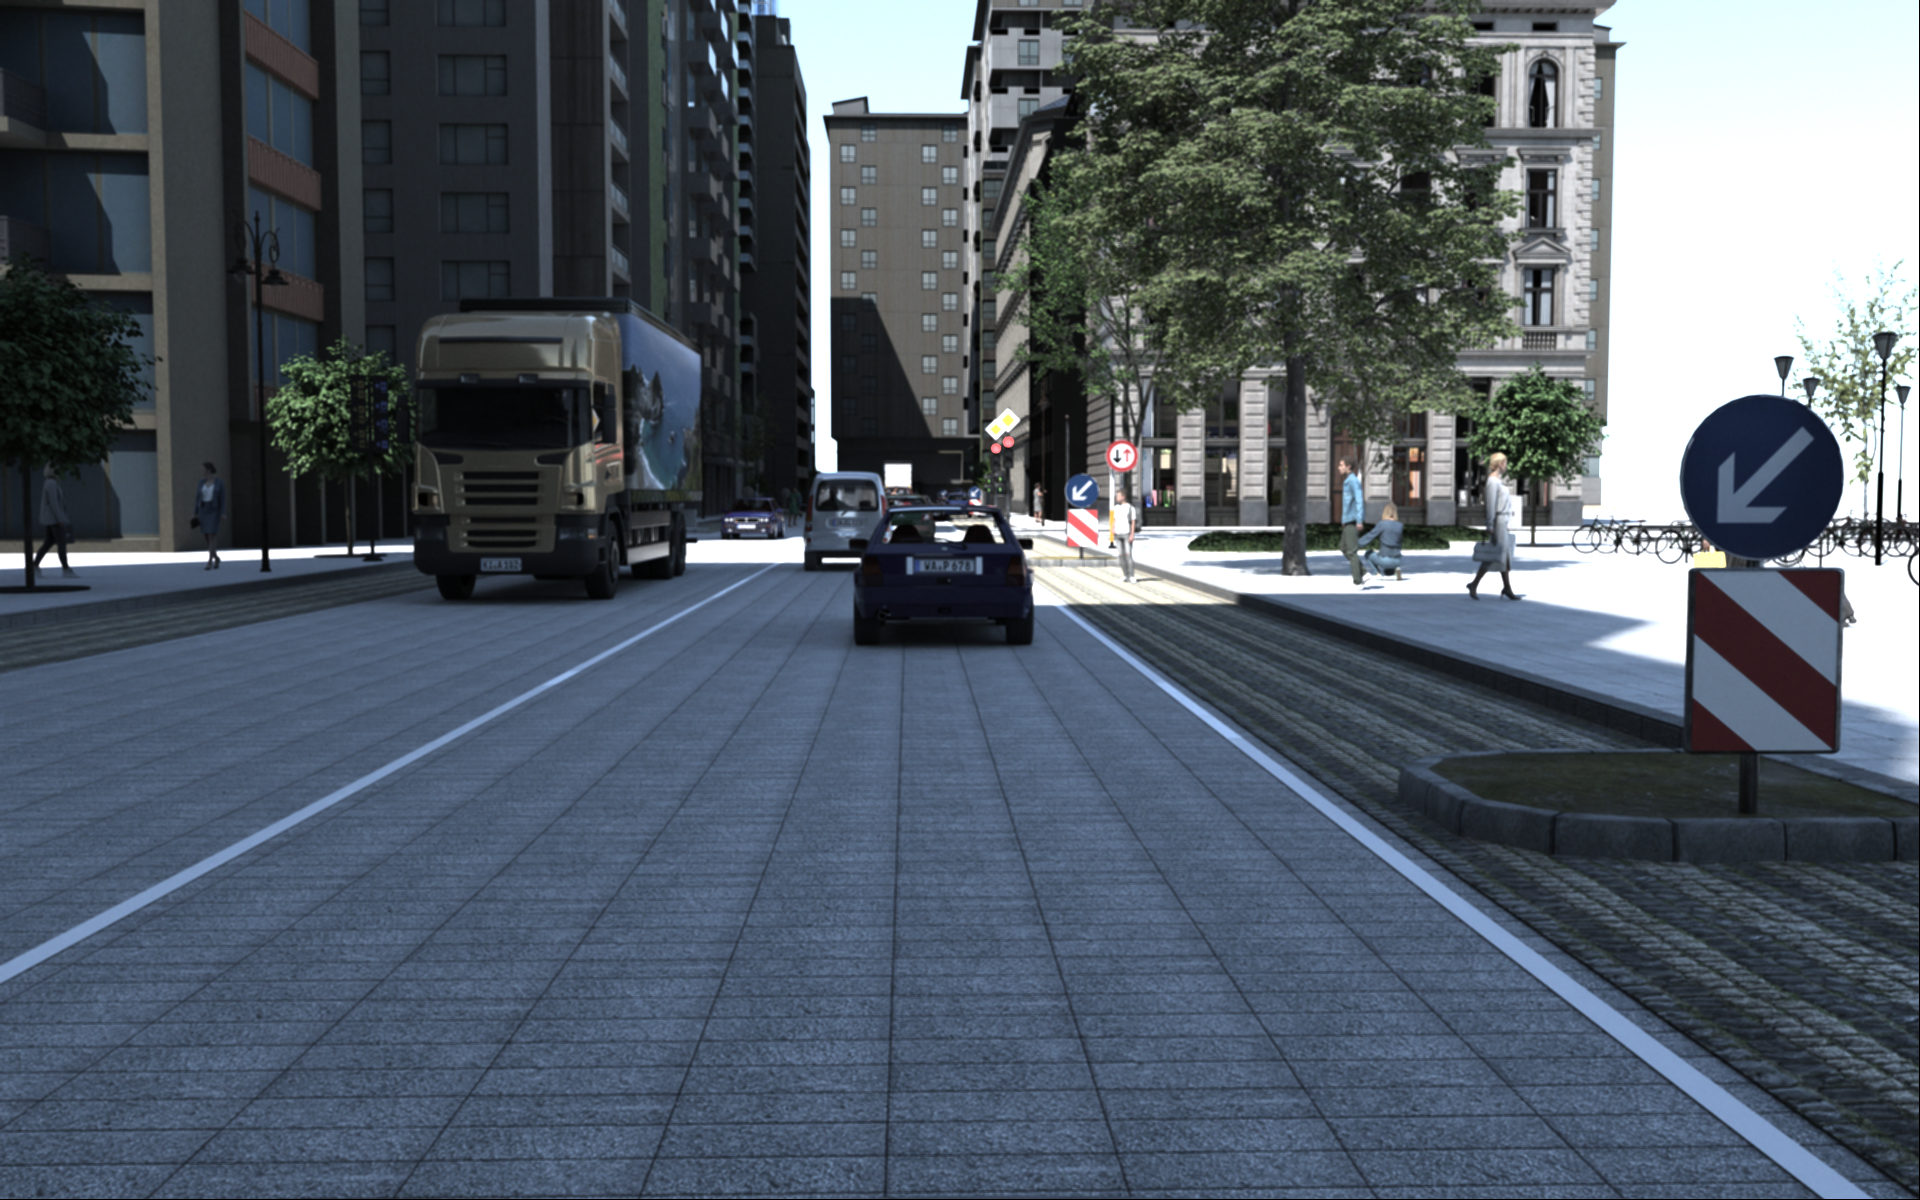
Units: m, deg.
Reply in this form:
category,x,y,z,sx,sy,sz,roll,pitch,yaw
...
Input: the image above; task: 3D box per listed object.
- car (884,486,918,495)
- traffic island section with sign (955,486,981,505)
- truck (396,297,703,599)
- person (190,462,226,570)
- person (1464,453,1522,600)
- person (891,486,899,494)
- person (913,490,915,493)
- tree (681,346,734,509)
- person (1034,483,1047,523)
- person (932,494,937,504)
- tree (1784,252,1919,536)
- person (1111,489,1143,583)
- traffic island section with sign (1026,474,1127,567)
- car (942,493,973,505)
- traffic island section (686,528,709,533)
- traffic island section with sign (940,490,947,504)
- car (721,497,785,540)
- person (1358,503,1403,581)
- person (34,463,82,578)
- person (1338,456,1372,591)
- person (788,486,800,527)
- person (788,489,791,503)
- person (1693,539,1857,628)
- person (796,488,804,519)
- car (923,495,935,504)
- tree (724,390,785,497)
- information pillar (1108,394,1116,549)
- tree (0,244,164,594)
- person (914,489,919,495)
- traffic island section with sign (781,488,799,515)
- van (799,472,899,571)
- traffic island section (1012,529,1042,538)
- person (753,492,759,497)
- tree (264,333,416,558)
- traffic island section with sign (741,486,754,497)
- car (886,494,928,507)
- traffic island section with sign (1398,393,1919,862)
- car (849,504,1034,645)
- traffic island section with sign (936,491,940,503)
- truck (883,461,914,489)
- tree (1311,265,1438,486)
category,x,y,z,sx,sy,sz,roll,pitch,yaw
car,-3.207,-4.849,87.949,2.281,1.827,5.304,0,4,-3
traffic island section with sign,0.633,-4.955,89.642,1.989,1.847,2.006,0,4,-2
truck,-5.954,-2.328,26.974,2.839,4.237,11.283,0,4,-1
person,-12.733,-1.433,29.493,0.581,1.822,0.654,1,4,14
person,6.474,-0.893,21.002,0.624,1.780,0.694,2,4,32
person,-3.095,-4.478,81.816,0.616,1.811,0.778,-2,4,-35
person,-4.846,-10.576,181.432,0.705,1.821,1.348,1,4,14
tree,-13.310,-8.174,84.001,4.360,8.622,3.978,0,3,0
person,3.531,-4.257,76.009,0.532,1.782,0.716,-1,4,-18
person,-2.991,-12.248,211.979,0.991,1.433,0.599,1,4,10
tree,27.191,-6.234,52.294,4.737,8.622,4.395,0,3,0
person,2.695,-1.035,28.016,0.503,1.515,0.523,1,4,12
traffic island section with sign,2.255,-1.588,34.587,1.989,1.847,2.006,0,4,-2
car,-0.125,-5.905,106.140,1.945,1.707,3.694,0,4,-1
traffic island section,-10.480,-2.586,64.557,2.009,0.180,2.903,0,4,-2
traffic island section with sign,-0.163,-6.603,116.586,1.989,1.847,2.006,0,4,-2
car,-6.609,-2.619,55.400,1.945,1.354,3.894,0,4,0
person,6.200,-0.864,25.661,1.012,1.151,0.738,-1,4,-9
person,-13.877,-1.240,26.502,0.728,1.800,0.709,-2,4,-27
person,5.236,-1.014,22.961,0.444,1.785,0.601,1,4,20
person,-7.364,-4.132,76.307,0.529,1.795,0.600,-2,4,-26
person,-15.486,-9.182,156.617,0.568,1.767,0.683,3,5,45
person,7.856,-0.639,16.709,1.509,1.804,0.699,1,4,10
person,-9.297,-5.604,100.461,0.444,1.785,0.601,0,4,1
car,-2.469,-5.415,100.898,2.083,1.381,4.827,0,4,-2
tree,-14.502,-10.482,121.739,4.737,8.622,4.395,0,3,0
information pillar,3.586,-3.018,40.697,0.183,3.616,0.504,1,4,9
tree,-12.278,-2.398,22.916,4.285,4.588,4.351,0,3,0
person,-3.155,-6.815,120.206,0.573,1.790,0.520,2,4,33
traffic island section with sign,-11.712,-6.625,116.950,1.989,1.847,2.006,0,4,-2
van,-2.161,-1.637,33.772,2.013,2.044,4.112,0,4,-3
traffic island section,1.592,-2.119,56.919,2.009,0.180,2.903,0,4,-2
person,-15.738,-7.749,132.752,0.660,1.820,0.620,1,4,8
tree,-12.577,-3.173,35.599,4.285,4.588,4.351,0,3,0
traffic island section with sign,-10.883,-4.925,89.159,1.989,1.847,2.006,0,4,-2
car,-1.529,-2.252,46.603,2.009,1.686,4.222,0,4,-1
traffic island section with sign,3.052,0.060,7.643,1.989,1.847,2.006,0,4,-2
car,-0.188,-0.321,17.828,1.945,1.354,3.894,0,4,-1
traffic island section with sign,-1.666,-9.703,167.264,1.989,1.847,2.006,0,4,-2
truck,-5.438,-10.006,152.505,2.839,4.237,11.283,0,4,-2
tree,12.807,-6.372,54.542,4.360,8.622,3.978,0,3,0
